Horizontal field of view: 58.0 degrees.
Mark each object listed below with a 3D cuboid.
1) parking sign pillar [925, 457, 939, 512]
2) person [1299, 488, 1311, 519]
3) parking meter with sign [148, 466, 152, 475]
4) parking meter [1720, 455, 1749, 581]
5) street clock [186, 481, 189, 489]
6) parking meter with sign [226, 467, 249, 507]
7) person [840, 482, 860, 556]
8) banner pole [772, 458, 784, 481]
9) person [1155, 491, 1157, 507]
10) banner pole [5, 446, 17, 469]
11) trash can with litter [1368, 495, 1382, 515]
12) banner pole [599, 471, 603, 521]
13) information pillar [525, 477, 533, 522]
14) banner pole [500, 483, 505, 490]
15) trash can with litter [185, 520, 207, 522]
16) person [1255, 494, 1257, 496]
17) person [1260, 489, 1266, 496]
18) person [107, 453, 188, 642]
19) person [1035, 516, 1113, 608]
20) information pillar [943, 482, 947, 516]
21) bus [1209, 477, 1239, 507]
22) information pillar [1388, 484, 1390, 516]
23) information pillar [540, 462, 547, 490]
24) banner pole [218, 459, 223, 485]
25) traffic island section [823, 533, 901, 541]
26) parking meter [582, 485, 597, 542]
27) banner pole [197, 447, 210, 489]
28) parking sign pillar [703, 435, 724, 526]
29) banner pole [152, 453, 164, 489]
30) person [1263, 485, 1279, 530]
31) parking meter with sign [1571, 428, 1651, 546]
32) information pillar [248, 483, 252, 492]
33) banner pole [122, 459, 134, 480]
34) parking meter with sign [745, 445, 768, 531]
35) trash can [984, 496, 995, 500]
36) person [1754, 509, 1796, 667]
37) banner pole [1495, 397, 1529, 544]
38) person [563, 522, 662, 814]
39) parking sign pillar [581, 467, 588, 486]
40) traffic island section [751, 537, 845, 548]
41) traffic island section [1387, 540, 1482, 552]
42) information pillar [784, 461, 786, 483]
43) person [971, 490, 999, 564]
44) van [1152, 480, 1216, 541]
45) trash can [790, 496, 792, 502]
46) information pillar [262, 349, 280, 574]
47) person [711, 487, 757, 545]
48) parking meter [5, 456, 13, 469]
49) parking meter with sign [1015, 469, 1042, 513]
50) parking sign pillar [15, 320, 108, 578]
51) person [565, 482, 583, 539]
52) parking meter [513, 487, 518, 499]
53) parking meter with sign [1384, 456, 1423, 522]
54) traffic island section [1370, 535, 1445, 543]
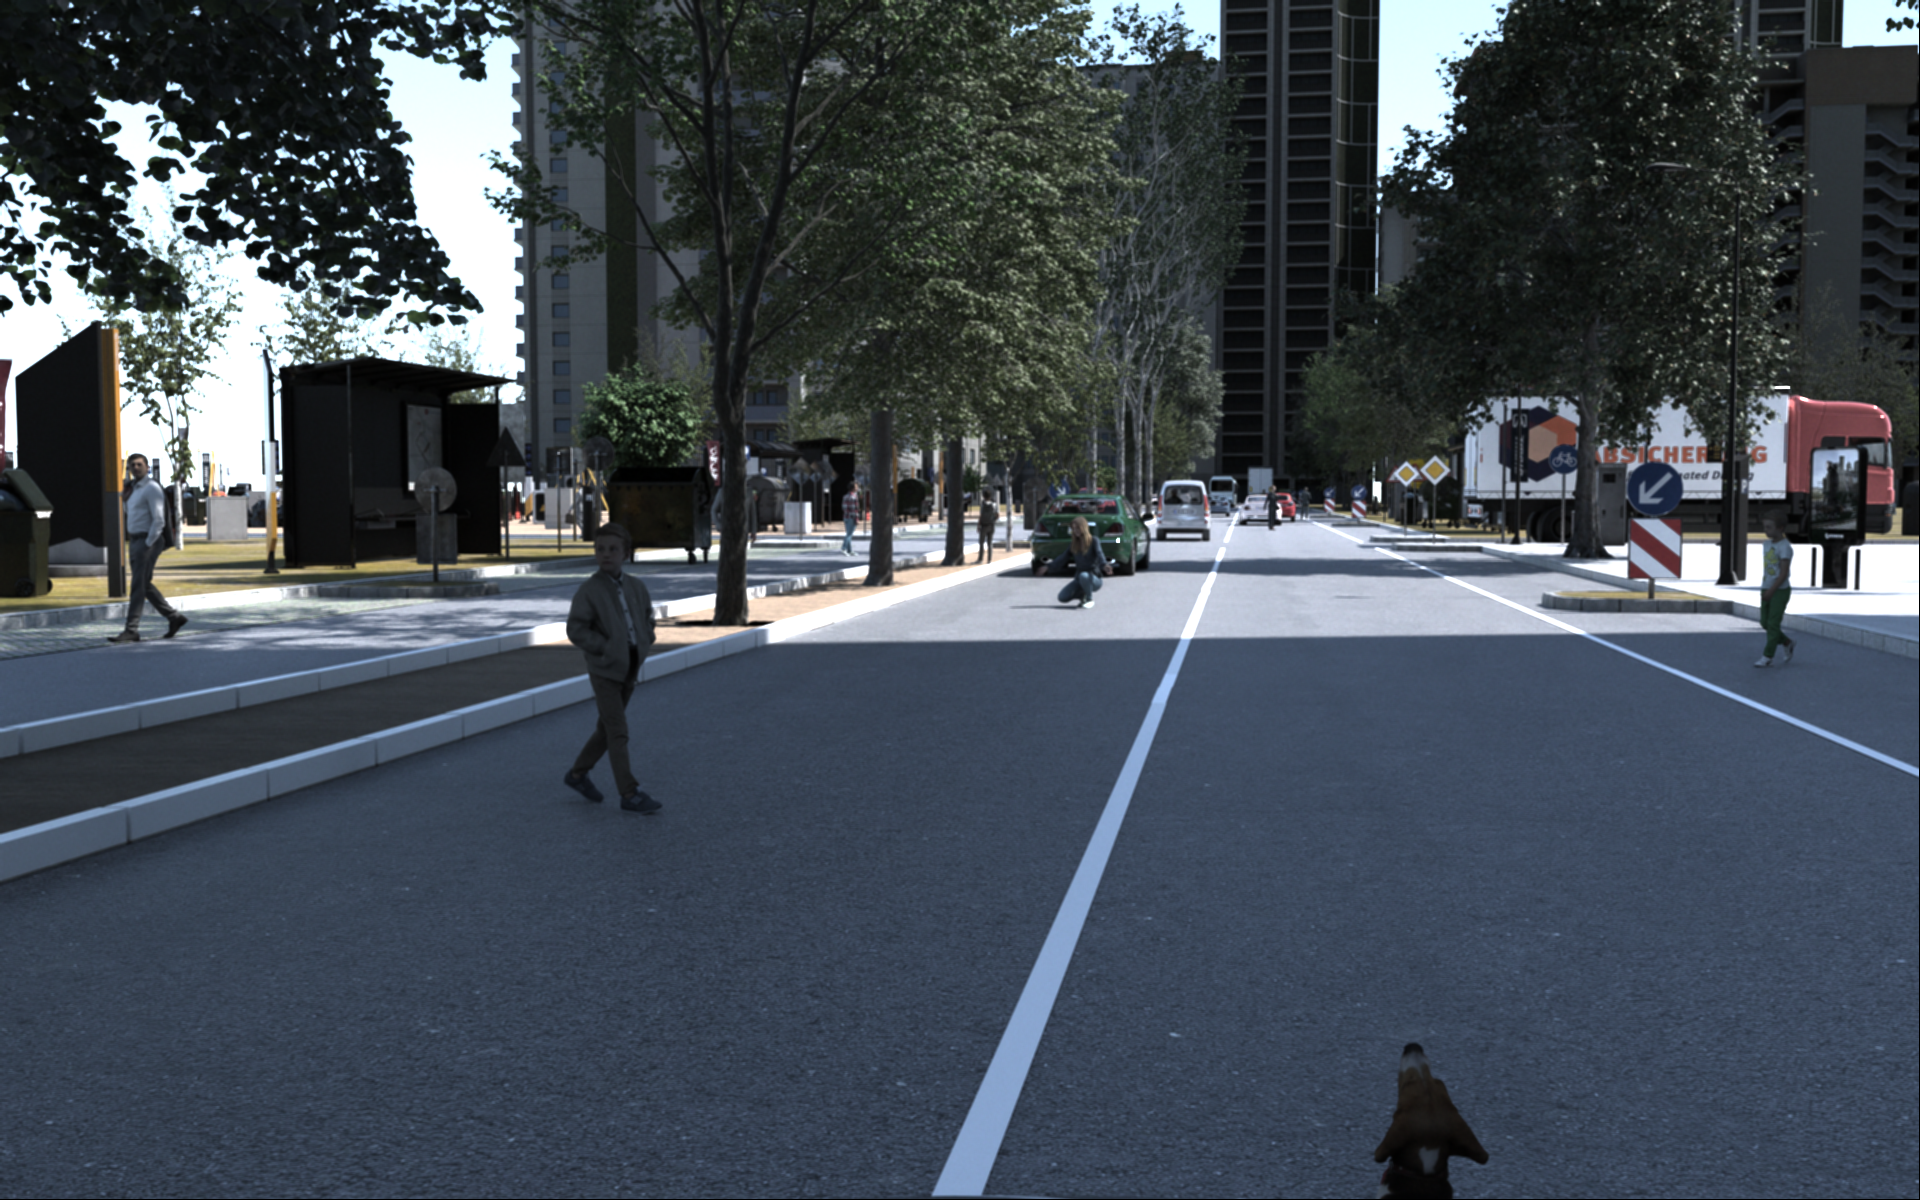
[{"bbox_3d":[-2.220,-8.425,126.224,1.447,3.967,1.447,1,4,13],"label":"parking sign pillar"},{"bbox_3d":[19.520,-5.463,97.998,0.661,1.801,0.590,0,4,3],"label":"person"},{"bbox_3d":[-50.118,-6.731,106.320,0.543,3.016,1.738,-3,4,-39],"label":"parking meter with sign"},{"bbox_3d":[11.434,-1.215,25.573,0.399,1.863,0.255,-3,5,-43],"label":"parking meter"},{"bbox_3d":[-41.894,-5.440,93.517,0.358,2.002,0.471,3,5,44],"label":"street clock"},{"bbox_3d":[-46.191,-7.047,111.476,1.738,3.016,0.543,0,4,-6],"label":"parking meter with sign"},{"bbox_3d":[-2.574,-1.894,40.303,0.643,1.720,0.563,-2,4,-29],"label":"person"},{"bbox_3d":[-9.533,-6.122,90.117,0.863,3.779,0.401,1,4,11],"label":"banner pole"},{"bbox_3d":[21.471,-10.987,188.872,1.217,1.736,0.721,0,4,6],"label":"person"},{"bbox_3d":[-48.845,-6.075,89.348,0.863,3.779,0.401,-3,5,-40],"label":"banner pole"},{"bbox_3d":[24.934,-5.724,104.648,1.678,1.210,2.233,2,4,25],"label":"trash can with litter"},{"bbox_3d":[-16.808,-5.572,81.115,0.401,3.779,0.863,-1,4,-20],"label":"banner pole"},{"bbox_3d":[-20.136,-5.471,80.798,0.504,3.616,0.183,3,4,37],"label":"information pillar"},{"bbox_3d":[-32.119,-8.002,120.850,0.863,3.779,0.401,-2,4,-35],"label":"banner pole"},{"bbox_3d":[-34.954,-4.133,78.629,1.678,1.210,2.233,1,4,18],"label":"trash can with litter"},{"bbox_3d":[22.374,-7.306,131.182,0.991,1.433,0.599,0,4,-1],"label":"person"},{"bbox_3d":[25.359,-8.324,144.602,1.348,1.823,0.705,1,4,14],"label":"person"},{"bbox_3d":[-7.980,-0.510,16.941,0.679,1.850,0.850,3,4,37],"label":"person"},{"bbox_3d":[1.569,-0.478,21.815,1.012,1.151,0.738,3,5,39],"label":"person"},{"bbox_3d":[-0.904,-5.809,99.467,0.304,2.012,0.304,-2,4,-30],"label":"information pillar"},{"bbox_3d":[28.802,-11.883,189.147,2.948,3.499,13.247,1,4,10],"label":"bus"},{"bbox_3d":[24.678,-5.781,99.006,0.304,2.012,0.304,-3,5,-44],"label":"information pillar"},{"bbox_3d":[-29.872,-8.122,124.145,0.504,3.616,0.183,0,4,3],"label":"information pillar"},{"bbox_3d":[-53.239,-8.243,124.786,0.401,3.779,0.863,0,4,-4],"label":"banner pole"},{"bbox_3d":[-3.034,-1.994,54.875,2.009,0.180,2.903,1,4,9],"label":"traffic island section"},{"bbox_3d":[-10.005,-2.347,46.778,0.372,1.533,0.369,0,3,0],"label":"parking meter"},{"bbox_3d":[-40.311,-6.256,92.305,0.401,3.779,0.863,3,5,40],"label":"banner pole"},{"bbox_3d":[-9.691,-4.983,69.949,1.447,3.967,1.447,0,4,-6],"label":"parking sign pillar"},{"bbox_3d":[-48.791,-7.065,105.528,0.863,3.779,0.401,-1,4,-9],"label":"banner pole"},{"bbox_3d":[12.382,-3.669,68.908,0.576,1.772,0.534,-3,5,-45],"label":"person"},{"bbox_3d":[16.110,-2.853,42.914,1.738,3.016,0.543,1,4,11],"label":"parking meter with sign"},{"bbox_3d":[-47.862,-6.861,116.673,0.304,2.012,0.304,-2,4,-30],"label":"information pillar"},{"bbox_3d":[-52.056,-7.250,108.557,0.863,3.779,0.401,0,4,-3],"label":"banner pole"},{"bbox_3d":[-7.289,-3.959,60.983,0.543,3.016,1.738,-2,4,-32],"label":"parking meter with sign"},{"bbox_3d":[2.363,-7.210,129.531,0.748,1.137,0.748,0,3,0],"label":"trash can"},{"bbox_3d":[6.830,-0.105,14.461,0.590,1.304,0.306,-2,4,-32],"label":"person"},{"bbox_3d":[14.283,-3.346,44.727,0.863,3.779,0.401,0,4,-2],"label":"banner pole"},{"bbox_3d":[-1.582,0.296,7.936,0.640,1.303,0.475,2,4,29],"label":"person"},{"bbox_3d":[-21.822,-6.848,100.430,1.447,3.967,1.447,-1,4,-14],"label":"parking sign pillar"},{"bbox_3d":[-4.333,-1.512,46.996,2.009,0.180,2.903,1,4,9],"label":"traffic island section"},{"bbox_3d":[12.136,-1.346,44.286,2.009,0.180,2.903,1,4,9],"label":"traffic island section"},{"bbox_3d":[-11.145,-7.227,109.519,0.183,3.616,0.504,1,4,17],"label":"information pillar"},{"bbox_3d":[0.522,-1.469,35.107,0.523,1.515,0.503,2,4,29],"label":"person"},{"bbox_3d":[7.024,-2.893,54.308,2.013,2.044,4.112,1,4,8],"label":"van"},{"bbox_3d":[-11.654,-6.766,122.272,0.748,1.137,0.748,0,3,0],"label":"trash can"},{"bbox_3d":[-11.072,-2.228,27.784,0.183,3.616,0.504,-2,4,-32],"label":"information pillar"},{"bbox_3d":[-3.192,-0.974,24.532,0.635,1.810,0.391,-2,4,-28],"label":"person"},{"bbox_3d":[-14.195,-1.220,25.657,0.399,1.863,0.255,3,5,41],"label":"parking meter"},{"bbox_3d":[4.574,-7.338,116.232,1.738,3.016,0.543,1,4,9],"label":"parking meter with sign"},{"bbox_3d":[-13.984,-2.361,27.074,1.447,3.967,1.447,0,4,-1],"label":"parking sign pillar"},{"bbox_3d":[-11.905,-2.793,54.292,0.853,1.813,0.709,1,4,18],"label":"person"},{"bbox_3d":[-33.524,-7.640,130.629,0.399,1.863,0.255,0,4,-8],"label":"parking meter"},{"bbox_3d":[20.341,-5.088,79.449,1.738,3.016,0.543,1,4,17],"label":"parking meter with sign"},{"bbox_3d":[13.435,-1.828,52.166,2.009,0.180,2.903,1,4,9],"label":"traffic island section"}]
